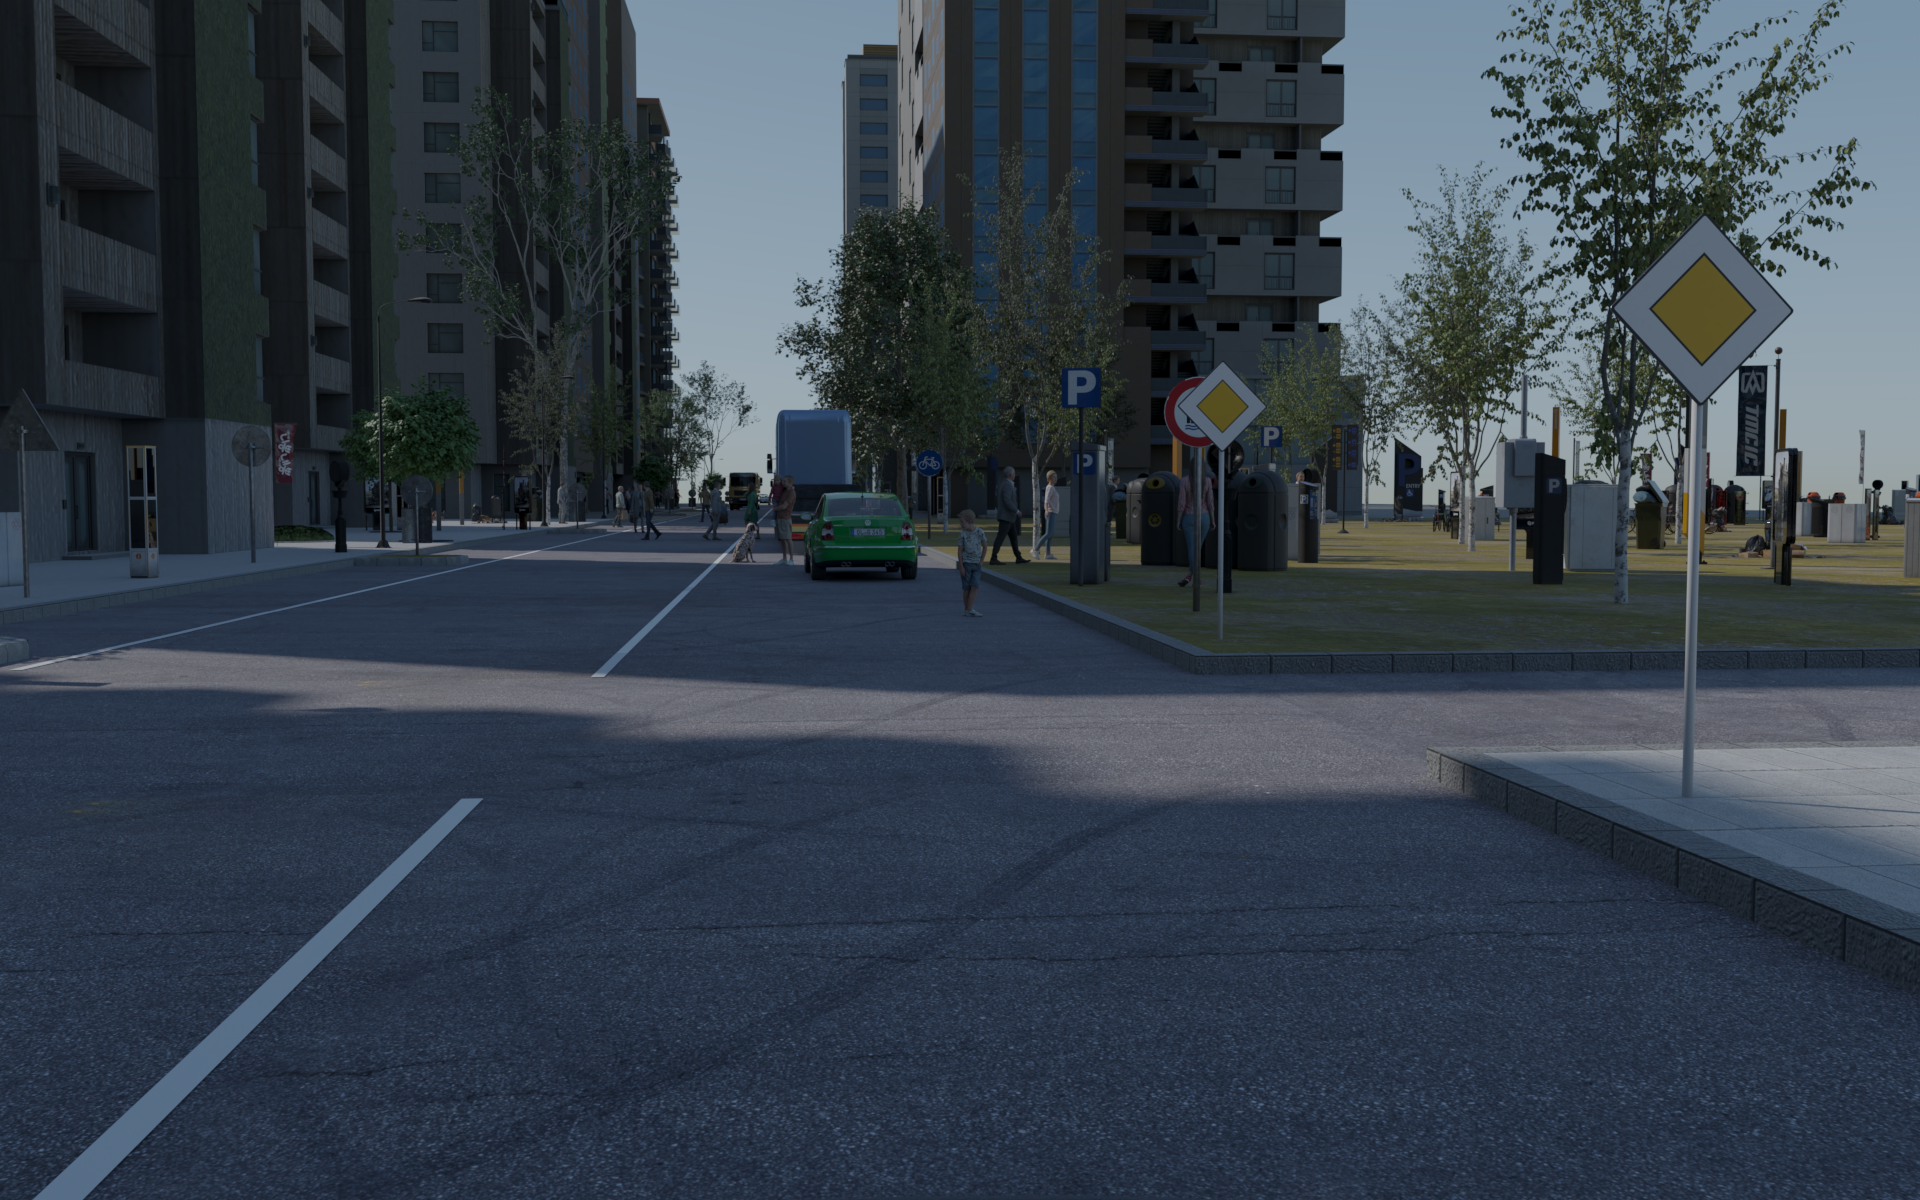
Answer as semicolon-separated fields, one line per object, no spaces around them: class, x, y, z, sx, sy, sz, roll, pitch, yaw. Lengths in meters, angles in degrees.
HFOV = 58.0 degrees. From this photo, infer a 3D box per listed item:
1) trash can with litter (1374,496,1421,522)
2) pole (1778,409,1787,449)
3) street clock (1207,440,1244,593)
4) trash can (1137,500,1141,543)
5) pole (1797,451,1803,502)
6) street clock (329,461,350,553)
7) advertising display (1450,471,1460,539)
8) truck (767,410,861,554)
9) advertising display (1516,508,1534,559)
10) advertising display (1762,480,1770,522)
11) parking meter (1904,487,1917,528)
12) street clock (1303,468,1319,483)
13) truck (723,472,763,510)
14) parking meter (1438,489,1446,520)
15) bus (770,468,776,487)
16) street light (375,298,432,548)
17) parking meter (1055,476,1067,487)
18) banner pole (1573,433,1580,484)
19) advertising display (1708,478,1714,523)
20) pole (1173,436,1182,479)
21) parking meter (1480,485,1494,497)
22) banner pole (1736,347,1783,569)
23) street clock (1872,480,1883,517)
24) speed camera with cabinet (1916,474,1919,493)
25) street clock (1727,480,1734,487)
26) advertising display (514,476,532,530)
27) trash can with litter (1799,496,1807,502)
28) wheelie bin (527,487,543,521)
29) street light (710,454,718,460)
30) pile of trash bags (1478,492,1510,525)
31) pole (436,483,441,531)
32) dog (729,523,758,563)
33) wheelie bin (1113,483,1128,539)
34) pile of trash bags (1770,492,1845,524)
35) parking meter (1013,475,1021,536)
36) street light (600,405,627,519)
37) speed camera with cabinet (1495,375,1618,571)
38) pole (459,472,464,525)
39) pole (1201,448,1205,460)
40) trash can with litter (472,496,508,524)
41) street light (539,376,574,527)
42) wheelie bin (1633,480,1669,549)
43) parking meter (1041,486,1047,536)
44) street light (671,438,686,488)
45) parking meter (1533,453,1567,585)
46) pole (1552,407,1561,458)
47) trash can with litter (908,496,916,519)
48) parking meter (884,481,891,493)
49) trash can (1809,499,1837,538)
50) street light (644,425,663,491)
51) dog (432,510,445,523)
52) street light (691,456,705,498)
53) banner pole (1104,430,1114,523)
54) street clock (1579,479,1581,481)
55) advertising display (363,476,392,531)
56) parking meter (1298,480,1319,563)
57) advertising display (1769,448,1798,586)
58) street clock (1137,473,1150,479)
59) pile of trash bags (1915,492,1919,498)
trash can with litter;20.293;-4.269;80.854;1.678;1.210;2.233;-2;4;-27
pole;19.731;-2.922;41.612;0.158;3.312;0.155;0;3;0
street clock;3.435;-1.094;22.458;0.471;2.002;0.358;0;4;5
trash can;4.774;-1.927;43.161;0.748;1.137;0.748;0;3;0
pole;39.665;-5.382;81.837;0.158;3.312;0.155;0;3;0
street clock;-13.585;-2.042;37.958;0.471;2.002;0.358;3;5;40
advertising display;14.099;-2.685;49.114;0.123;1.923;0.974;0;4;-2
truck;-3.971;-3.655;49.517;2.967;4.110;18.799;0;4;-7
advertising display;11.336;-1.763;34.036;0.974;1.923;0.123;2;4;29
advertising display;37.772;-4.627;80.863;0.974;1.923;0.123;-2;4;-33
parking meter;35.499;-3.441;64.671;0.372;1.533;0.369;0;3;0
street clock;9.759;-2.677;48.334;0.358;2.002;0.471;-2;4;-32
truck;-19.420;-9.800;156.156;3.469;3.379;9.791;0;4;-5
parking meter;23.971;-4.755;86.151;0.372;1.533;0.369;0;3;0
bus;-10.265;-6.871;107.206;2.948;3.499;13.247;0;4;-6
street light;-13.169;-4.189;41.034;1.470;5.913;1.316;0;4;-6
parking meter;3.306;-3.140;57.048;0.399;1.863;0.255;0;4;-2
banner pole;25.359;-4.974;71.334;0.401;3.779;0.863;3;5;40
advertising display;30.518;-3.988;70.413;0.123;1.923;0.974;2;4;28
pole;5.121;-2.875;40.851;0.158;3.312;0.155;0;3;0
parking meter;14.808;-2.466;48.723;0.372;1.533;0.369;0;3;0
banner pole;13.697;-2.422;29.615;0.863;3.779;0.401;1;4;13
street clock;46.075;-5.042;87.000;0.358;2.002;0.471;-2;4;-30
speed camera with cabinet;43.351;-5.019;76.390;2.038;3.252;0.660;1;4;18
street clock;40.432;-5.281;90.914;0.358;2.002;0.471;1;4;11
advertising display;-15.708;-3.488;62.250;0.974;1.923;0.123;3;5;43
trash can with litter;37.744;-4.007;76.571;2.233;1.210;1.678;-1;4;-15
wheelie bin;-19.901;-4.483;81.201;0.693;1.594;0.980;1;4;20
street light;-28.954;-13.913;200.021;1.470;5.913;1.316;0;4;-6
pile of trash bags;21.870;-3.861;72.873;1.912;1.369;3.447;1;4;22
pole;-18.188;-4.069;60.370;0.158;3.312;0.155;0;3;0
dog;-4.648;-1.194;36.363;0.800;0.831;0.513;0;4;-4
wheelie bin;4.752;-2.559;49.745;0.693;1.594;0.980;1;4;13
pile of trash bags;34.495;-3.746;70.993;1.912;1.369;3.447;0;4;7
parking meter;1.680;-2.923;53.506;0.399;1.863;0.255;1;4;17
street light;-17.980;-7.182;89.965;1.470;5.913;1.316;0;4;-6
speed camera with cabinet;10.090;-2.124;29.055;2.038;3.252;0.660;0;4;3
pole;-20.630;-4.759;71.659;0.158;3.312;0.155;0;3;0
pole;10.670;-5.029;76.061;0.158;3.312;0.155;0;3;0
trash can with litter;-20.645;-3.958;75.767;1.678;1.210;2.233;2;4;28
street light;-15.826;-5.842;68.054;1.470;5.913;1.316;0;4;-6
wheelie bin;16.082;-1.985;40.370;0.693;1.594;0.980;2;4;34
parking meter;2.686;-2.746;53.304;0.372;1.533;0.369;0;3;0
street light;-23.477;-10.497;144.168;1.470;5.913;1.316;0;4;-6
parking meter;8.390;-1.157;24.627;0.399;1.863;0.255;0;4;-7
pole;13.953;-2.860;40.600;0.158;3.312;0.155;0;3;0
trash can with litter;-2.763;-4.615;86.847;1.055;1.170;0.624;-3;5;-43
parking meter;-3.330;-4.519;79.600;0.255;1.863;0.399;1;4;14
trash can;25.558;-2.427;51.327;0.748;1.137;0.748;0;3;0
street light;-20.731;-8.835;116.990;1.470;5.913;1.316;0;4;-6
dog;-24.833;-4.024;82.629;0.406;0.507;0.540;0;4;-7
street light;-26.240;-12.242;172.700;1.470;5.913;1.316;0;4;-6
banner pole;5.796;-4.745;67.594;0.401;3.779;0.863;2;4;34
street clock;29.745;-4.808;83.173;0.358;2.002;0.471;0;4;5
advertising display;-20.516;-3.414;61.039;0.974;1.923;0.123;-3;5;-40
parking meter;6.480;-1.456;32.214;0.372;1.533;0.369;0;3;0
advertising display;11.677;-1.182;24.534;0.123;1.923;0.974;1;4;14
street clock;6.291;-3.333;59.058;0.471;2.002;0.358;1;4;23
pile of trash bags;31.475;-2.763;54.931;3.447;1.369;1.912;-2;4;-28
